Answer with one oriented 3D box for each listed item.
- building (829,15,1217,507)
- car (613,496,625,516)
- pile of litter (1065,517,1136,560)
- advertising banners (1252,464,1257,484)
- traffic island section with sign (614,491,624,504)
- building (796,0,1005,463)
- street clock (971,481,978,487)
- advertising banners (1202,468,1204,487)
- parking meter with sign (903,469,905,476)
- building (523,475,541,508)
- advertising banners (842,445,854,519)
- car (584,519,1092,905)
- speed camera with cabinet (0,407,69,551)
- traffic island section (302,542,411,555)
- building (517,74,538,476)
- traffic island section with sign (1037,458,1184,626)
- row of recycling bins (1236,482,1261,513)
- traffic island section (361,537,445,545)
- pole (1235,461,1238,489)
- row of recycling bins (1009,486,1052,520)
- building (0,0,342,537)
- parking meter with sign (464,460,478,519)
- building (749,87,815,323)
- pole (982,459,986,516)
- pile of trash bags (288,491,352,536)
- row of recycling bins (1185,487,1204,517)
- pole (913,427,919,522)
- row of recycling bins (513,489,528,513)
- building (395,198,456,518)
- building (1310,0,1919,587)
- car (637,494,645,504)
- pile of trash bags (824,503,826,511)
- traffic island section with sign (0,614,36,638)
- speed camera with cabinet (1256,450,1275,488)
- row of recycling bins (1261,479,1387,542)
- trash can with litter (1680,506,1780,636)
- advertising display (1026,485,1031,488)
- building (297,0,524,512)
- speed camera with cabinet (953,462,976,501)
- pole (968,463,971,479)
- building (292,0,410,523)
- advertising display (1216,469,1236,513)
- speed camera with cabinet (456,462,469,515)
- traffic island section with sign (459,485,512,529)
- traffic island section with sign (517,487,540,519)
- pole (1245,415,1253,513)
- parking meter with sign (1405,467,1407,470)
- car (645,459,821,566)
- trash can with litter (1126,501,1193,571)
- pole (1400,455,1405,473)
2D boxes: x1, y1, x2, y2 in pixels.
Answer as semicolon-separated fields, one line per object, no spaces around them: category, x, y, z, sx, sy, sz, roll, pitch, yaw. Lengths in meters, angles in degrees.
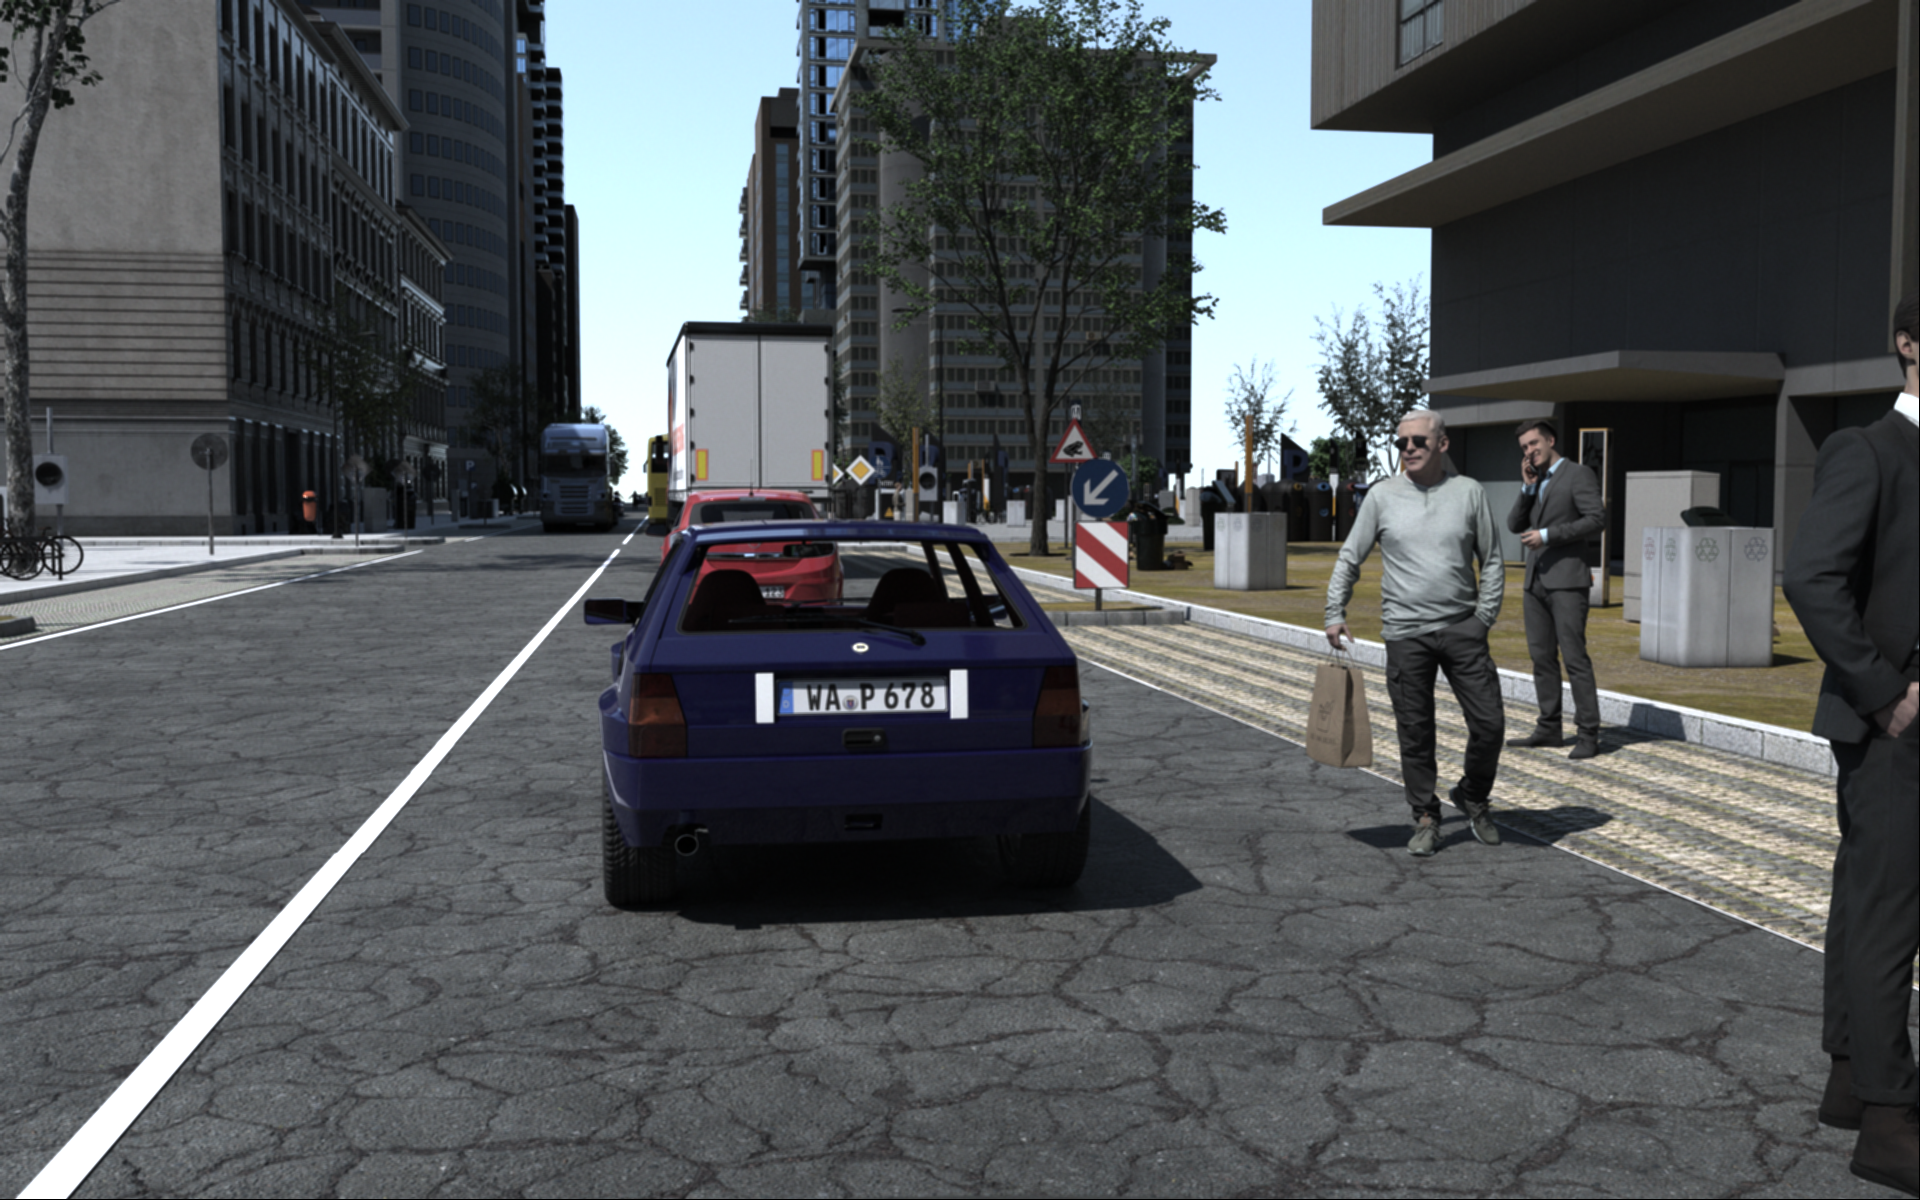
building;2.499;-27.716;145.044;32.217;40.220;23.993;-1;4;-10
car;-22.700;-6.092;112.184;1.945;1.354;3.894;-1;4;-9
pile of litter;2.920;-1.223;33.959;1.719;0.858;1.176;0;4;3
advertising banners;17.214;-6.225;97.961;0.090;3.025;2.074;-3;5;-41
traffic island section with sign;-50.771;-15.131;256.016;1.989;1.847;2.006;-1;4;-10
building;-7.237;-52.425;169.826;22.319;86.520;31.000;-1;4;-10
street clock;0.694;-5.380;92.541;0.471;2.002;0.358;-3;4;-36
advertising banners;15.999;-7.293;115.432;0.090;3.025;2.074;1;4;22
parking meter with sign;-4.258;-7.573;120.076;0.543;3.016;1.738;1;4;12
building;-56.220;-28.671;160.650;32.217;40.220;23.993;-1;4;-10
advertising banners;-4.118;-4.109;63.377;0.090;3.025;2.074;0;4;7
car;-0.648;0.311;7.498;1.945;1.354;3.894;-1;4;-10
speed camera with cabinet;-21.310;-2.739;39.113;2.038;3.252;0.660;-1;4;-19
traffic island section;-14.682;-1.213;42.121;2.009;0.180;2.903;-1;4;-10
building;-51.859;-32.443;180.556;14.600;45.320;14.200;-1;4;-10
traffic island section with sign;1.297;-0.671;19.595;1.989;1.847;2.006;-1;4;-10
row of recycling bins;10.063;-3.117;58.078;3.534;1.692;1.069;-2;4;-23
traffic island section;-16.010;-1.695;49.995;2.009;0.180;2.903;-1;4;-10
pole;17.045;-6.911;106.830;0.158;3.312;0.155;0;3;0
row of recycling bins;3.297;-4.874;86.807;1.069;1.692;3.534;-3;5;-40
building;-28.077;-12.878;59.710;9.793;20.994;18.267;-1;4;-10
parking meter with sign;-24.907;-5.642;88.506;0.543;3.016;1.738;-2;4;-23
building;-15.396;-33.182;192.640;14.600;45.320;14.200;-1;4;-10
pole;1.398;-6.536;100.703;0.158;3.312;0.155;0;3;0
pile of trash bags;-20.389;-2.766;54.974;1.912;1.369;3.447;-1;4;-13
row of recycling bins;14.019;-5.637;99.278;1.069;1.692;3.534;-1;4;-21
pole;-1.346;-3.618;53.005;0.158;3.312;0.155;0;3;0
row of recycling bins;-30.552;-6.923;120.306;1.069;1.692;3.534;-1;4;-20
building;-35.444;-14.356;99.342;10.561;19.102;19.286;-1;4;-10
building;22.443;-26.557;23.441;28.713;52.752;27.495;-1;4;-10
car;-44.029;-14.130;240.811;2.009;1.686;4.222;-1;4;-9
pile of trash bags;-10.230;-6.760;120.272;1.912;1.369;3.447;-1;4;-18
traffic island section with sign;-10.515;-0.533;17.345;1.989;1.847;2.006;-1;4;-10
speed camera with cabinet;14.299;-5.164;78.772;2.038;3.252;0.660;-3;5;-44
row of recycling bins;10.056;-2.418;46.648;3.534;1.692;1.069;-1;4;-10
trash can with litter;6.835;-0.239;15.295;0.624;1.170;1.055;-1;4;-12
advertising display;4.865;-7.182;122.635;0.123;1.923;0.974;-1;4;-11
building;-46.310;-36.255;134.772;21.231;58.520;28.212;-1;4;-10
speed camera with cabinet;0.264;-6.880;106.831;0.660;3.252;2.038;-2;4;-27
pole;0.654;-7.367;114.291;0.158;3.312;0.155;0;3;0
building;-31.975;-15.266;78.483;11.050;23.489;19.941;-1;4;-10
advertising display;6.924;-2.438;45.082;0.123;1.923;0.974;2;4;33
speed camera with cabinet;-30.019;-6.754;104.766;0.660;3.252;2.038;-2;4;-24
traffic island section with sign;-19.758;-3.885;72.143;1.989;1.847;2.006;-1;4;-10
traffic island section with sign;-24.310;-5.537;99.163;1.989;1.847;2.006;-1;4;-10
pole;7.483;-3.122;44.880;0.158;3.312;0.155;0;3;0
parking meter with sign;27.399;-6.683;105.525;0.543;3.016;1.738;0;4;-7
car;-2.279;-0.580;18.521;2.155;1.783;4.494;-1;4;-9
trash can with litter;3.369;-1.088;29.181;1.055;1.170;0.624;-2;4;-29
pole;15.977;-4.200;62.514;0.158;3.312;0.155;0;3;0
